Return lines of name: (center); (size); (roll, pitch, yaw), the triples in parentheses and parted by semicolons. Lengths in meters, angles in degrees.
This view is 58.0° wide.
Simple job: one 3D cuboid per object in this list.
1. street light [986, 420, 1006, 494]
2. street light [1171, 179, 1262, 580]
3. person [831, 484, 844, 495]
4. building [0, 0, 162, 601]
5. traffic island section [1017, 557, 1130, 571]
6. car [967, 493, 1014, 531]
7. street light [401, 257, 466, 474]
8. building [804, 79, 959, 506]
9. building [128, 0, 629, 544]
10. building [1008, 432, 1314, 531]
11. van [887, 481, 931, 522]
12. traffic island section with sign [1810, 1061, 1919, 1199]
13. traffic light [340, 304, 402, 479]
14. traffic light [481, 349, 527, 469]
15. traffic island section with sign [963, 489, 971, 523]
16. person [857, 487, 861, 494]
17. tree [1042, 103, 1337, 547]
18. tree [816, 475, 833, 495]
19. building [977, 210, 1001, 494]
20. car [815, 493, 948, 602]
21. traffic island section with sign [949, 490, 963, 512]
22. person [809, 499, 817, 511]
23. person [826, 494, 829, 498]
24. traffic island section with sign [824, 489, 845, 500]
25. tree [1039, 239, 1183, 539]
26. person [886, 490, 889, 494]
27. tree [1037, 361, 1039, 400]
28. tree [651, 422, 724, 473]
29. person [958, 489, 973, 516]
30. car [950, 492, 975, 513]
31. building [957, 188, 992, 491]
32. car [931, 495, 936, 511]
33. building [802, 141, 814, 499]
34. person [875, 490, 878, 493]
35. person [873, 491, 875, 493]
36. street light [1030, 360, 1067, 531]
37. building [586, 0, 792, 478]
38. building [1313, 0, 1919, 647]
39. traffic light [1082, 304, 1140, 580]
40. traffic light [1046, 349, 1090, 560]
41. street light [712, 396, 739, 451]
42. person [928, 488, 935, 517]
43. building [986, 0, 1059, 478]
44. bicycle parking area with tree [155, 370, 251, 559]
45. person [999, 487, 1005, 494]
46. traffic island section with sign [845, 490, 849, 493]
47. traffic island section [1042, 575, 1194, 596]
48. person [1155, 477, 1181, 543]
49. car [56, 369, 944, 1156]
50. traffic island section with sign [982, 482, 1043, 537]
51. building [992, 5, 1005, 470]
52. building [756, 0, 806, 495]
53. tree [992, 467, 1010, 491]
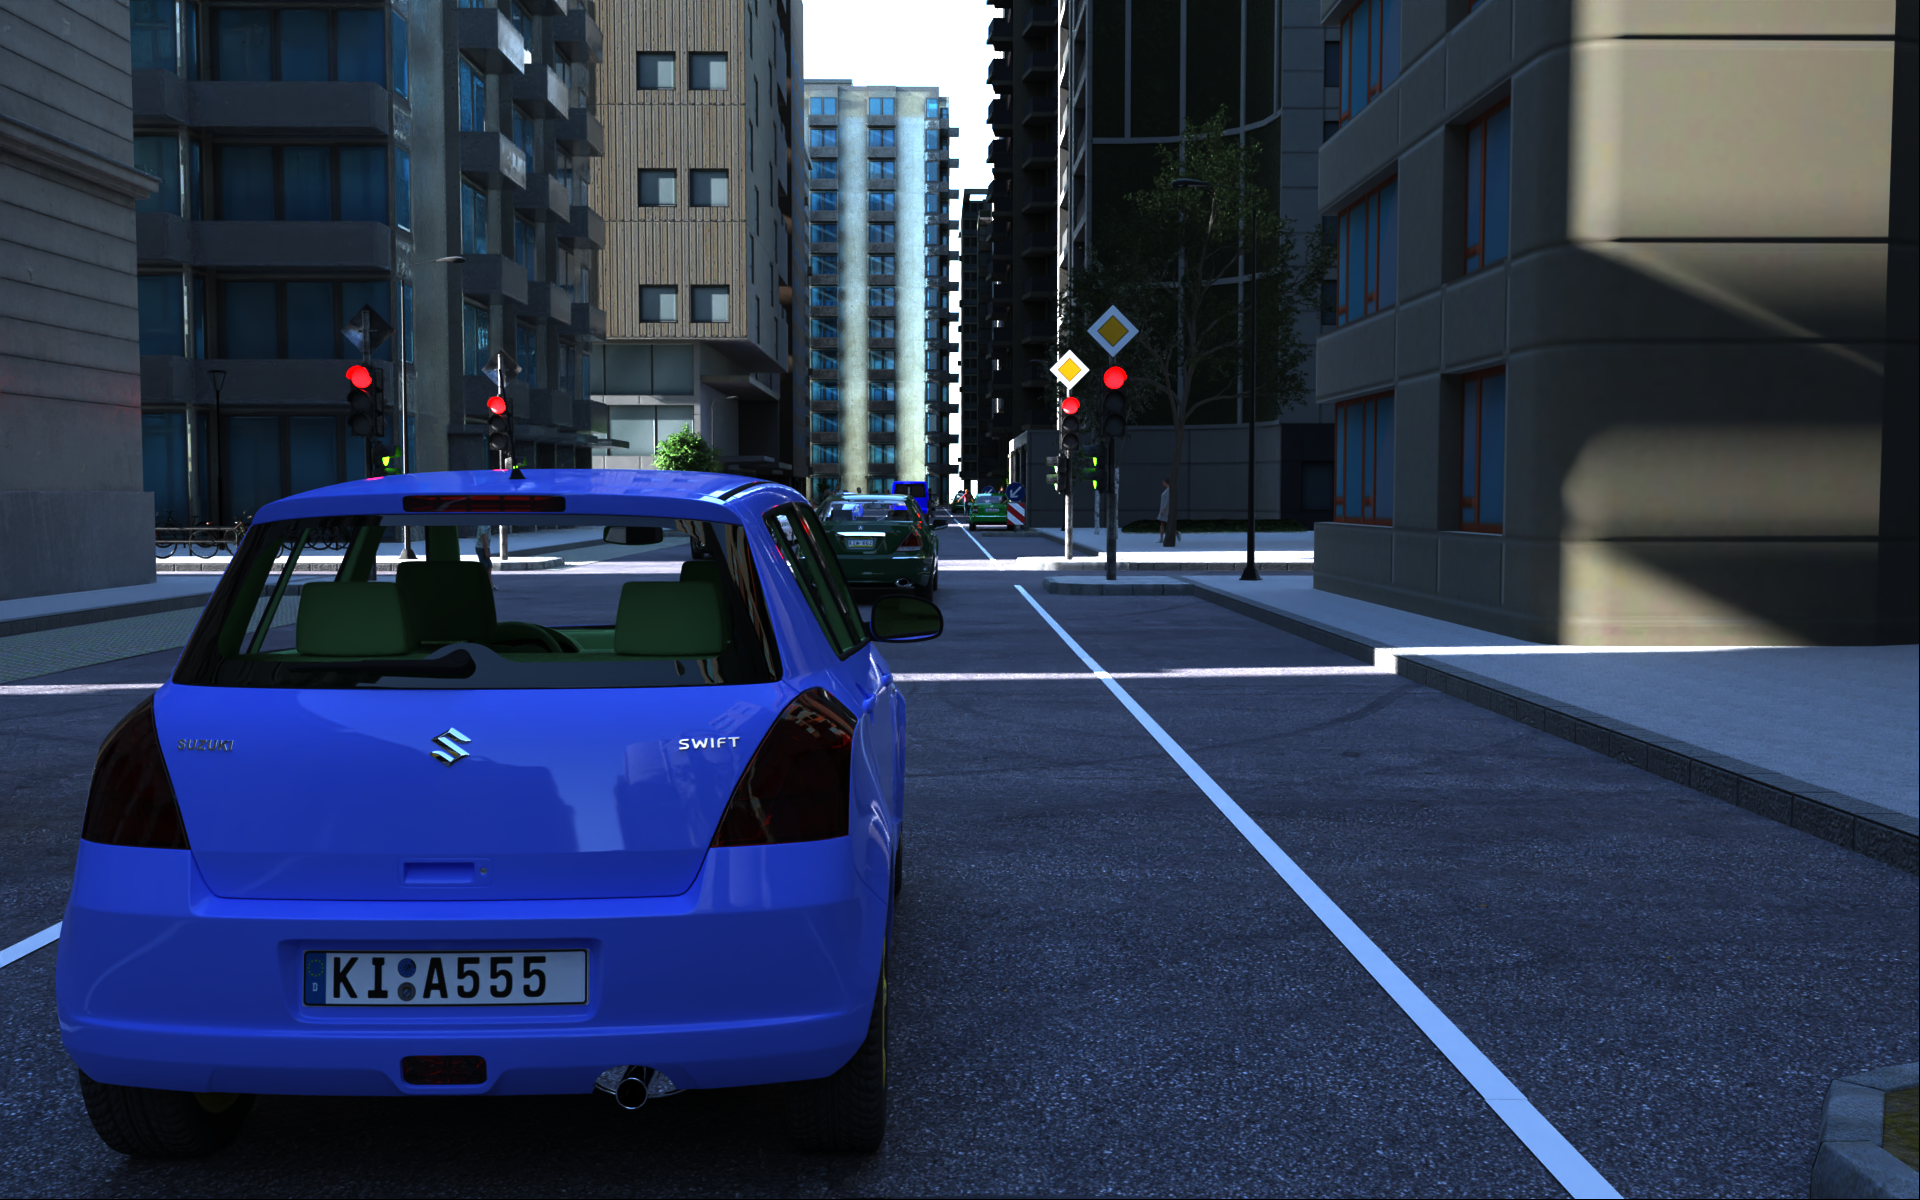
street light: (2.295, -8.306, 108.348); (1.470, 5.913, 1.316); (0, 4, -1)
street light: (3.802, -3.251, 25.698); (1.470, 5.913, 1.316); (0, 4, -1)
person: (-4.880, -3.672, 68.640); (0.679, 1.850, 0.850); (0, 4, 8)
building: (-22.594, -14.086, 17.699); (23.554, 28.519, 14.401); (0, 4, -1)
traffic island section: (2.149, -0.709, 33.875); (2.009, 0.180, 2.903); (0, 4, -1)
car: (1.264, -3.682, 69.005); (1.959, 1.807, 4.718); (0, 4, 1)
street light: (-10.361, -3.761, 34.032); (1.470, 5.913, 1.316); (0, 4, -1)
building: (-15.373, -35.661, 202.659); (30.456, 49.044, 23.786); (0, 4, -1)
building: (-24.433, -26.727, 56.588); (23.786, 49.044, 30.456); (0, 4, -1)
building: (12.681, -38.546, 68.476); (20.563, 71.187, 20.611); (0, 4, -1)
van: (-2.482, -4.930, 84.995); (2.240, 2.365, 5.245); (0, 4, -2)
traffic island section with sign: (2.680, 0.347, 2.962); (1.989, 1.847, 2.006); (0, 4, -1)
traffic light: (-8.716, -2.242, 25.577); (0.839, 4.253, 0.868); (0, 4, -1)
traffic light: (-8.850, -2.730, 33.560); (0.839, 4.253, 0.868); (0, 4, -1)
traffic island section with sign: (1.279, -4.704, 85.546); (1.989, 1.847, 2.006); (0, 4, -1)
person: (-5.435, -5.121, 92.404); (0.526, 1.800, 0.537); (-1, 4, -20)
tree: (5.346, -6.556, 41.607); (7.601, 10.594, 8.767); (3, 5, 39)
tree: (-13.611, -10.892, 172.680); (1.663, 3.219, 1.824); (0, 3, 0)
building: (8.729, -24.853, 178.050); (14.160, 30.474, 14.107); (0, 4, -1)
car: (-1.244, -0.768, 24.348); (2.131, 1.459, 4.920); (0, 4, 1)
traffic island section with sign: (-0.019, -9.416, 162.581); (1.989, 1.847, 2.006); (0, 4, -1)
person: (-3.827, -2.011, 45.633); (0.306, 1.304, 0.590); (3, 5, 42)
person: (-8.855, -6.456, 117.281); (0.599, 1.433, 0.991); (0, 4, -5)
traffic island section with sign: (-10.293, -7.778, 135.797); (1.989, 1.847, 2.006); (0, 4, -1)
tree: (4.405, -6.047, 49.237); (4.360, 8.622, 3.978); (0, 3, 0)
person: (-6.485, -9.046, 156.342); (1.348, 1.831, 0.705); (0, 4, 1)
tree: (4.357, -6.396, 54.943); (4.360, 8.622, 3.978); (0, 3, 0)
tree: (-12.536, -5.823, 78.913); (4.285, 4.588, 4.351); (0, 3, 0)
person: (0.372, -6.331, 112.726); (1.217, 1.743, 0.721); (-3, 4, -36)
car: (0.281, -7.517, 131.704); (1.959, 1.807, 4.718); (0, 4, -3)
building: (11.806, -31.585, 208.299); (23.993, 40.220, 32.217); (0, 4, -1)
car: (-3.070, -8.381, 149.395); (2.083, 1.381, 4.827); (0, 4, -2)
building: (-26.711, -29.179, 168.949); (23.993, 40.220, 32.217); (0, 4, -1)
person: (-7.669, -9.292, 160.445); (0.705, 1.822, 1.348); (2, 4, 27)
person: (-9.007, -10.387, 178.851); (0.721, 1.766, 1.217); (-1, 4, -20)
street light: (3.117, -5.349, 60.000); (1.470, 5.913, 1.316); (0, 4, -1)
building: (-27.135, -32.585, 122.006); (28.713, 52.752, 27.495); (0, 4, -1)
building: (18.861, -10.007, 8.661); (27.650, 21.520, 28.899); (0, 4, -1)
traffic light: (2.244, -2.254, 25.777); (0.839, 4.253, 0.868); (0, 4, -1)
traffic light: (2.109, -2.742, 33.761); (0.839, 4.253, 0.868); (0, 4, -1)
street light: (-11.210, -6.718, 82.379); (1.470, 5.913, 1.316); (0, 4, -1)
person: (-1.922, -5.959, 106.207); (0.850, 1.792, 0.678); (0, 4, -2)
building: (13.169, -28.974, 128.351); (22.147, 44.769, 28.867); (0, 4, -1)
bicycle parking area with tree: (-17.077, -3.092, 37.554); (9.016, 4.147, 8.231); (1, 4, 14)
person: (2.842, -6.413, 111.349); (0.683, 1.767, 0.568); (-3, 5, -40)
traffic island section with sign: (-10.764, -9.473, 163.511); (1.989, 1.847, 2.006); (0, 4, -1)
traffic island section: (2.284, -0.221, 25.891); (2.009, 0.180, 2.903); (0, 4, -1)
person: (5.465, -2.371, 45.567); (0.760, 1.731, 0.466); (-2, 4, -35)
car: (-1.014, 0.277, 5.066); (1.945, 1.707, 3.694); (0, 4, -1)
traffic island section with sign: (1.739, -3.054, 58.561); (1.989, 1.847, 2.006); (0, 4, -1)
building: (16.762, -34.710, 156.740); (28.713, 52.752, 27.495); (0, 4, -1)
building: (-20.260, -30.163, 143.283); (14.600, 45.320, 14.200); (0, 4, -1)
tree: (3.215, -7.286, 113.724); (1.663, 3.219, 1.824); (0, 3, 0)
